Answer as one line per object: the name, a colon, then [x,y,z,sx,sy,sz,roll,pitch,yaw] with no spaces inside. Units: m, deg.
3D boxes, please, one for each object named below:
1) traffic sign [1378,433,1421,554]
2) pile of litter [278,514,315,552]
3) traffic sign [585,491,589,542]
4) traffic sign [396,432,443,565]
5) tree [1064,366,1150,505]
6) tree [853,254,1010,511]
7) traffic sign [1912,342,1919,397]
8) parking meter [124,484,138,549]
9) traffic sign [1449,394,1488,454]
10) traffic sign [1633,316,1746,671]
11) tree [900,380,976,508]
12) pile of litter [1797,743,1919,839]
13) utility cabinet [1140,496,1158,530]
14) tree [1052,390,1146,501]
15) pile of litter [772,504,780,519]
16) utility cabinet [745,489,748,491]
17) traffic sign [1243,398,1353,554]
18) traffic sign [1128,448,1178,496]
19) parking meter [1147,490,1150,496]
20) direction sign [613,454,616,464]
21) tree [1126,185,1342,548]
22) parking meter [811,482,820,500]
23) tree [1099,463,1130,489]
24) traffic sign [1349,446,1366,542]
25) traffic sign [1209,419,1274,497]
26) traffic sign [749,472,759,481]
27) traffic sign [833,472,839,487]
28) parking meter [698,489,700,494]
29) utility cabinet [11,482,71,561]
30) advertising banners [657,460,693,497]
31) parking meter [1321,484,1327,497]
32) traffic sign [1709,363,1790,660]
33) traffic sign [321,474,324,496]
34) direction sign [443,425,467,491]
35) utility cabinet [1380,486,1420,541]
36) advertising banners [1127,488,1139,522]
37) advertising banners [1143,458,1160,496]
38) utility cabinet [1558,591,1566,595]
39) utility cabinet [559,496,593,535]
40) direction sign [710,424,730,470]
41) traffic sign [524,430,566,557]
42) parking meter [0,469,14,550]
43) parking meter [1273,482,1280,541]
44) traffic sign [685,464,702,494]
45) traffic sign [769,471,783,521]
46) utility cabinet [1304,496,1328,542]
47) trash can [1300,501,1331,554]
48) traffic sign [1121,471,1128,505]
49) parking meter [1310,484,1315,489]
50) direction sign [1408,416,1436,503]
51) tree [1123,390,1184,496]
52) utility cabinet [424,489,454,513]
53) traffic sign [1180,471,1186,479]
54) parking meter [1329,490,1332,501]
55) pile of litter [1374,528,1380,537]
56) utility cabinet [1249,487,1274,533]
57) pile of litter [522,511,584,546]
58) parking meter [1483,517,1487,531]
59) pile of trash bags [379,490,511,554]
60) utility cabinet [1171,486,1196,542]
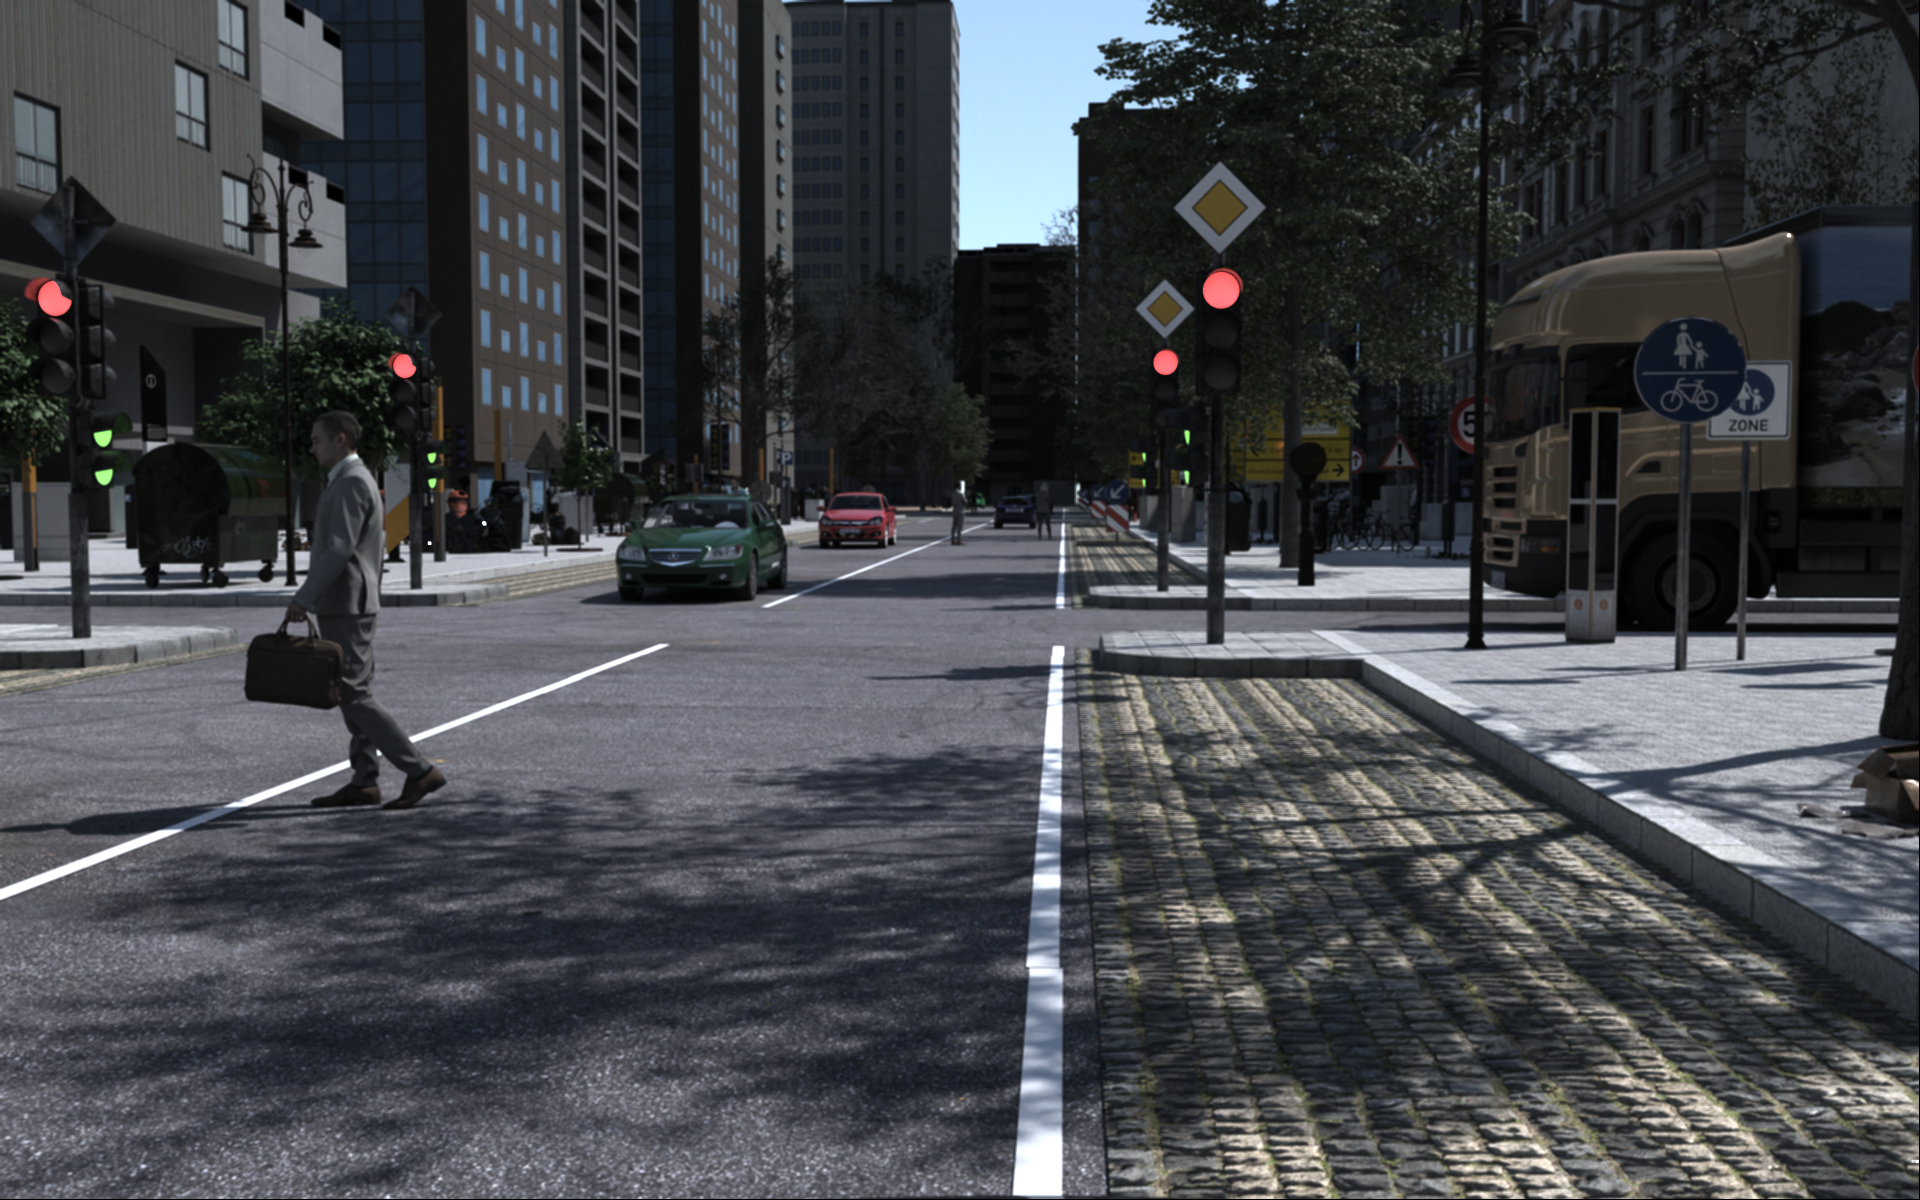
traffic sign: [9.389,-2.265,37.035,0.884,2.594,0.081,0,4,8]
pile of litter: [-14.851,-1.552,39.334,1.176,0.858,1.719,3,5,41]
traffic sign: [-10.034,-2.840,46.539,0.768,2.556,0.104,1,4,12]
traffic sign: [-9.523,-1.864,30.484,0.884,2.594,0.081,1,4,10]
tree: [11.591,-12.540,130.778,9.928,11.665,9.643,0,3,0]
tree: [-1.647,-17.058,134.780,12.611,20.169,13.585,0,3,0]
traffic sign: [7.093,-0.742,12.233,0.768,2.556,0.104,1,4,10]
parking meter: [-19.362,-1.968,40.593,0.372,1.533,0.369,0,3,0]
traffic sign: [6.614,-1.347,22.123,0.768,2.556,0.104,0,4,6]
traffic sign: [5.243,-0.760,12.525,0.768,2.556,0.104,1,4,9]
tree: [-2.414,-14.221,158.262,9.928,11.665,9.643,0,3,0]
pile of litter: [4.143,0.434,6.864,1.719,0.858,1.176,0,3,0]
utility cabinet: [6.800,-3.136,62.443,0.306,1.237,1.020,2,4,29]
tree: [13.370,-15.261,166.531,9.611,12.733,9.660,0,3,0]
pile of litter: [-9.501,-4.603,89.226,1.176,0.858,1.719,-1,4,-11]
utility cabinet: [-9.440,-4.163,76.736,0.318,1.500,1.173,1,4,23]
traffic sign: [7.164,-2.625,36.796,2.265,3.308,0.079,1,4,11]
traffic sign: [8.625,-5.103,77.305,2.265,3.308,0.079,1,4,11]
parking meter: [9.077,-4.779,83.854,0.255,1.863,0.399,0,4,5]
direction sign: [-19.682,-6.497,98.217,0.379,3.537,0.876,1,4,14]
tree: [6.156,-5.560,41.276,4.737,8.622,4.395,0,3,0]
parking meter: [-7.069,-4.822,84.548,0.399,1.863,0.255,2,4,32]
tree: [13.716,-10.167,149.949,4.285,4.588,4.351,0,3,0]
traffic sign: [10.461,-2.828,46.336,0.768,2.556,0.104,0,4,6]
traffic sign: [7.899,-3.256,47.110,2.265,3.308,0.079,0,4,4]
traffic sign: [-9.431,-4.747,79.743,0.606,2.300,0.079,0,4,7]
traffic sign: [-6.959,-6.016,98.467,0.768,2.556,0.104,0,4,5]
parking meter: [-14.142,-5.182,93.141,0.372,1.533,0.369,0,3,0]
utility cabinet: [-17.222,-1.471,32.737,1.173,1.500,0.318,0,4,-5]
advertising banners: [-14.655,-5.715,89.623,2.074,3.025,0.090,-2,4,-30]
parking meter: [20.478,-5.598,97.233,0.399,1.863,0.255,2,4,25]
traffic sign: [6.037,-0.685,13.324,0.606,2.300,0.079,1,4,9]
traffic sign: [-12.109,-2.013,32.908,0.884,2.594,0.081,1,4,11]
direction sign: [-16.558,-3.962,56.776,0.876,3.537,0.379,1,4,17]
utility cabinet: [12.057,-2.369,47.416,1.173,1.500,0.318,-2,4,-29]
advertising banners: [8.100,-5.138,80.196,0.090,3.025,2.074,2,4,25]
advertising banners: [7.875,-4.502,69.787,0.090,3.025,2.074,-1,4,-23]
utility cabinet: [7.920,-0.655,21.879,0.306,1.237,1.020,-2,4,-32]
utility cabinet: [-12.096,-2.653,54.541,1.020,1.237,0.306,-2,4,-30]
direction sign: [-7.807,-3.937,56.371,0.876,3.537,0.379,3,5,40]
traffic sign: [-8.490,-2.167,35.427,0.884,2.594,0.081,1,4,8]
parking meter: [-21.952,-2.091,39.895,0.255,1.863,0.399,-1,4,-15]
parking meter: [8.652,-2.514,46.809,0.255,1.863,0.399,-1,4,-9]
traffic sign: [-9.002,-3.453,58.579,0.606,2.300,0.079,1,4,13]
traffic sign: [-8.272,-4.630,77.834,0.606,2.300,0.079,0,4,6]
utility cabinet: [9.700,-2.203,47.175,0.306,1.237,1.020,-1,4,-10]
trash can: [7.642,-1.577,37.445,0.748,1.137,0.748,0,3,0]
traffic sign: [9.090,-5.775,94.424,0.884,2.594,0.081,0,4,6]
parking meter: [16.997,-4.786,83.959,0.399,1.863,0.255,2,4,28]
direction sign: [13.466,-3.583,50.584,0.876,3.537,0.379,-1,4,-14]
tree: [10.847,-9.203,100.833,4.360,8.622,3.978,0,3,0]
utility cabinet: [-21.814,-3.910,72.615,1.173,1.500,0.318,0,4,2]
traffic sign: [6.669,-2.949,50.342,0.606,2.300,0.079,1,4,8]
parking meter: [20.818,-5.402,96.739,0.372,1.533,0.369,0,3,0]
pile of litter: [13.052,-2.346,52.319,1.719,0.858,1.176,0,4,-4]
utility cabinet: [10.064,-2.949,56.887,1.173,1.500,0.318,-2,4,-28]
pile of litter: [-10.286,-1.814,43.627,1.719,0.858,1.176,-1,4,-22]
parking meter: [12.359,-2.133,40.581,0.255,1.863,0.399,-2,4,-30]
pile of trash bags: [-11.659,-1.755,38.440,3.447,1.369,1.912,2,4,24]
utility cabinet: [5.978,-2.295,46.205,0.318,1.500,1.173,2,4,26]
